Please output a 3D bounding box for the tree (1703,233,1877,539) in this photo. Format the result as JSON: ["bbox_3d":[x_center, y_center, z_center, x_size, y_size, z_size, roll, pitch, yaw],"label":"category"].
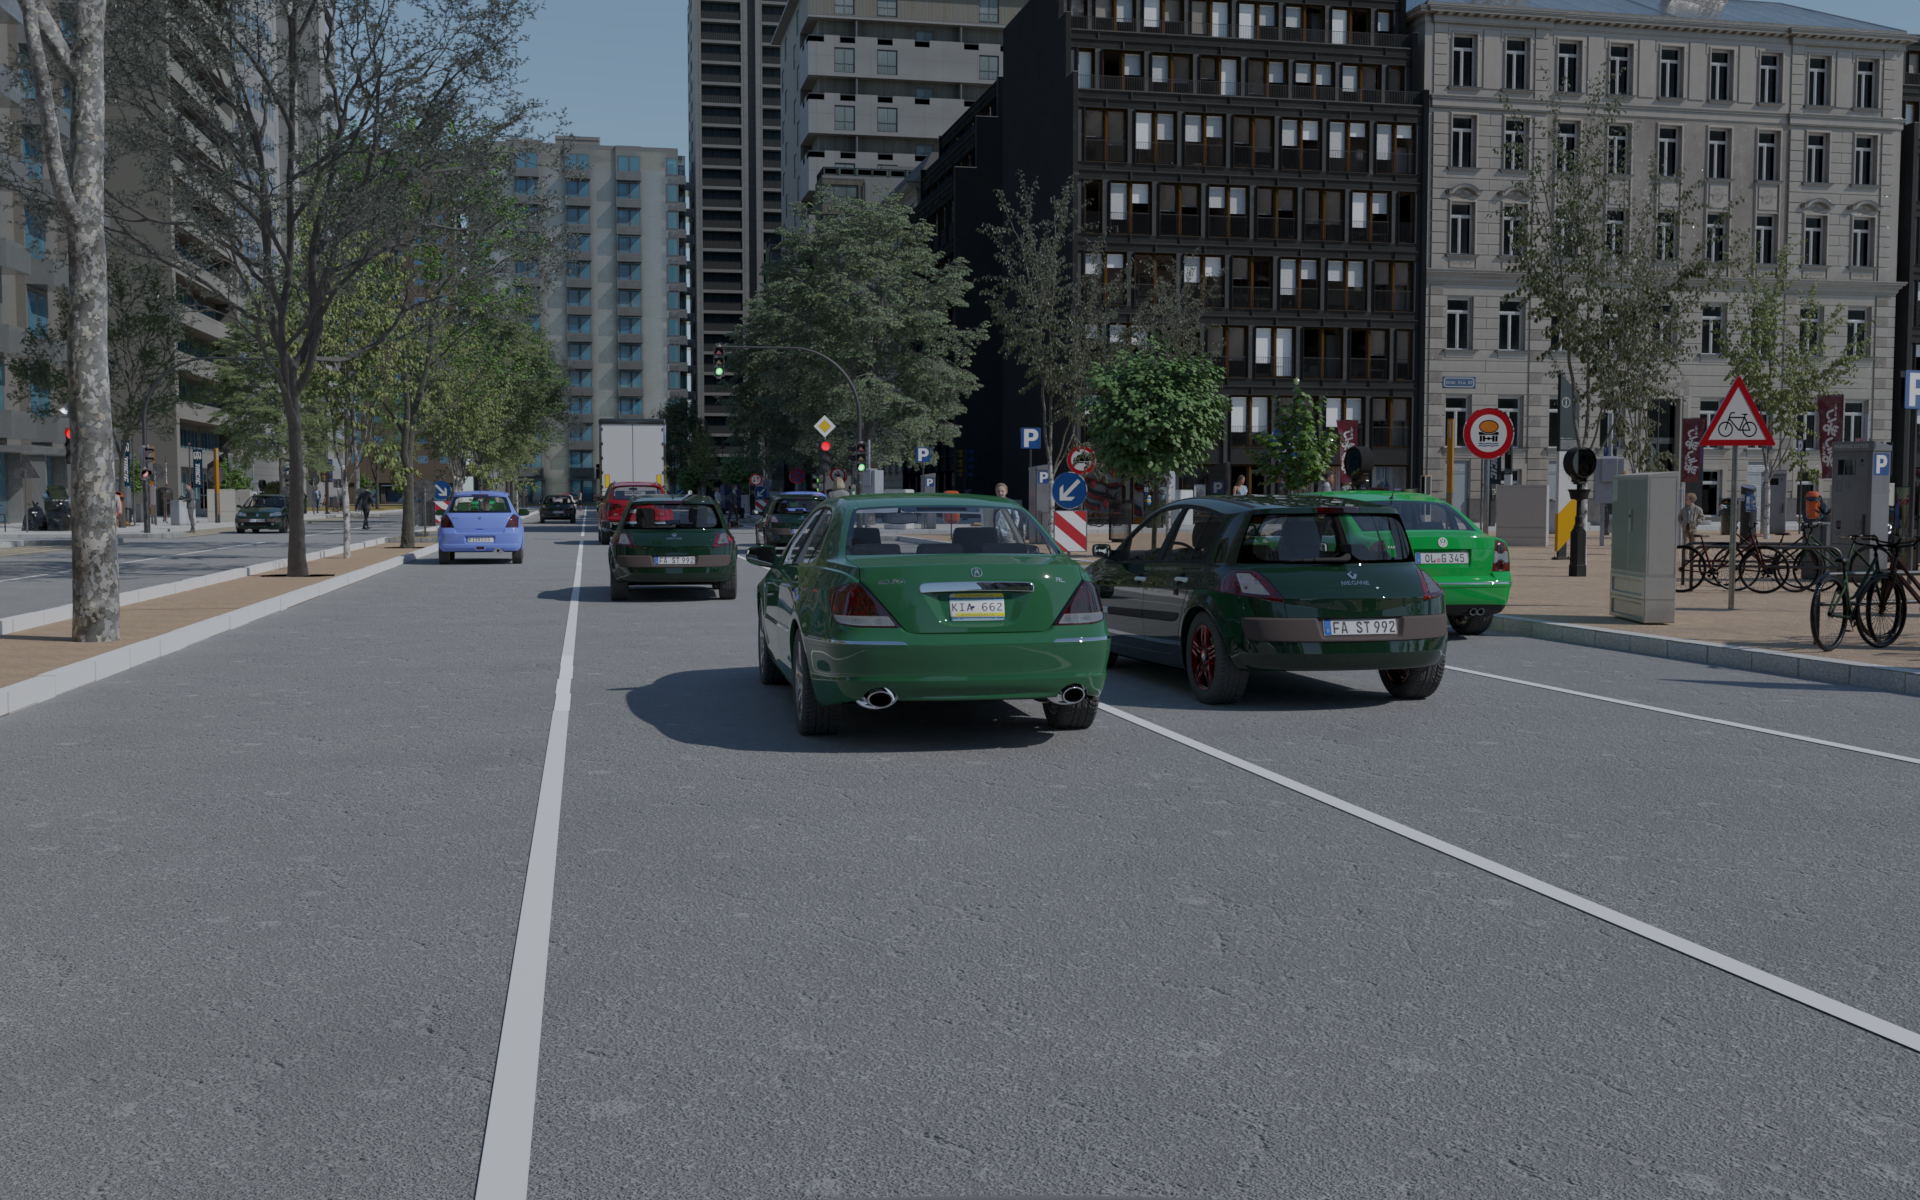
[{"bbox_3d":[23.074,-6.025,48.865,4.737,8.622,4.395,0,3,0],"label":"tree"}]

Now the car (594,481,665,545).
[{"bbox_3d":[-9.553,-2.575,50.780,2.281,1.827,5.304,-1,4,-13],"label":"car"}]

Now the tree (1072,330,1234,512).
[{"bbox_3d":[3.848,-3.124,34.796,4.285,4.588,4.351,0,3,0],"label":"tree"}]

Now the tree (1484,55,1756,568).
[{"bbox_3d":[10.857,-4.842,29.533,4.360,8.622,3.978,0,3,0],"label":"tree"}]

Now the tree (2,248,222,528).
[{"bbox_3d":[-31.826,-7.995,65.127,8.767,10.594,7.601,0,4,-5],"label":"tree"}]

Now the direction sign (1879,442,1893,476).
[{"bbox_3d":[40.197,-5.100,75.374,0.379,3.537,0.876,-1,4,-14],"label":"direction sign"}]

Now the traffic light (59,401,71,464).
[{"bbox_3d":[-25.121,-3.689,49.232,0.839,4.253,0.868,-1,4,-12],"label":"traffic light"}]

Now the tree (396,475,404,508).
[{"bbox_3d":[-50.314,-9.873,156.028,1.663,3.219,1.824,0,3,0],"label":"tree"}]

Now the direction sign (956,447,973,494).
[{"bbox_3d":[0.231,-5.645,84.299,0.876,3.537,0.379,-1,4,-21],"label":"direction sign"}]

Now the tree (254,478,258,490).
[{"bbox_3d":[-43.785,-6.770,105.291,1.663,3.219,1.824,0,3,0],"label":"tree"}]

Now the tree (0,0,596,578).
[{"bbox_3d":[-11.358,-7.125,29.323,12.009,13.543,11.850,0,3,0],"label":"tree"}]

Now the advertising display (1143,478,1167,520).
[{"bbox_3d":[7.680,-3.832,67.863,0.974,1.923,0.123,1,4,11],"label":"advertising display"}]

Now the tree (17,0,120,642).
[{"bbox_3d":[-9.755,-9.691,16.794,12.611,20.169,13.585,0,3,0],"label":"tree"}]

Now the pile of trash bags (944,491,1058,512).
[{"bbox_3d":[1.158,-2.379,48.651,3.447,1.369,1.912,0,4,-1],"label":"pile of trash bags"}]

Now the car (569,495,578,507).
[{"bbox_3d":[-29.815,-7.208,130.217,2.083,1.381,4.827,-1,4,-12],"label":"car"}]

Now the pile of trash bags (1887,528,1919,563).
[{"bbox_3d":[17.993,-1.414,32.863,3.447,1.369,1.912,1,4,21],"label":"pile of trash bags"}]

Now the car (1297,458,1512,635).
[{"bbox_3d":[4.201,-0.614,18.843,1.959,1.807,4.718,-1,4,-11],"label":"car"}]

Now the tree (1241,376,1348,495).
[{"bbox_3d":[5.450,-2.078,28.580,1.663,3.219,1.824,0,3,0],"label":"tree"}]

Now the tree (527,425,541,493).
[{"bbox_3d":[-25.136,-8.631,93.938,4.737,8.622,4.395,0,3,0],"label":"tree"}]

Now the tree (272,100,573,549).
[{"bbox_3d":[-14.348,-7.142,44.977,9.928,11.665,9.643,0,3,0],"label":"tree"}]

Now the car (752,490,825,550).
[{"bbox_3d":[-4.082,-2.016,42.751,2.009,1.686,4.222,-1,4,-11],"label":"car"}]

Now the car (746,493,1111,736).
[{"bbox_3d":[-0.349,-0.002,11.830,2.131,1.459,4.920,-1,4,-11],"label":"car"}]

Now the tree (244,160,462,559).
[{"bbox_3d":[-13.415,-5.190,37.681,4.737,8.622,4.395,0,3,0],"label":"tree"}]

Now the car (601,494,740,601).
[{"bbox_3d":[-4.125,-0.916,24.765,2.009,1.686,4.222,-1,4,-10],"label":"car"}]

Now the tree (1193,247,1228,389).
[{"bbox_3d":[6.223,-6.231,52.237,4.360,8.622,3.978,0,3,0],"label":"tree"}]

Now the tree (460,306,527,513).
[{"bbox_3d":[-17.770,-6.616,60.990,4.737,8.622,4.395,0,3,0],"label":"tree"}]

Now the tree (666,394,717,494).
[{"bbox_3d":[-34.795,-18.402,211.234,12.009,13.543,11.850,0,3,0],"label":"tree"}]

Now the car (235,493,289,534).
[{"bbox_3d":[-25.672,-3.333,64.274,2.009,1.686,4.222,-1,4,-11],"label":"car"}]

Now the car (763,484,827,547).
[{"bbox_3d":[-4.473,-2.370,48.335,1.945,1.707,3.694,-1,4,-14],"label":"car"}]

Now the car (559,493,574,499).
[{"bbox_3d":[-35.205,-8.817,153.203,2.155,1.783,4.494,-1,4,-14],"label":"car"}]

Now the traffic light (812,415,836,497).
[{"bbox_3d":[-4.841,-4.455,61.758,0.839,4.253,0.868,-1,4,-12],"label":"traffic light"}]

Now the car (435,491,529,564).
[{"bbox_3d":[-10.117,-1.656,36.671,1.945,1.707,3.694,-1,4,-14],"label":"car"}]

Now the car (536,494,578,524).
[{"bbox_3d":[-19.808,-4.614,85.230,2.009,1.686,4.222,-1,4,-14],"label":"car"}]

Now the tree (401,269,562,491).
[{"bbox_3d":[-23.846,-10.146,86.468,7.486,12.596,7.792,0,3,0],"label":"tree"}]

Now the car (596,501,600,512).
[{"bbox_3d":[-28.504,-8.033,140.131,1.959,1.807,4.718,-1,4,-11],"label":"car"}]

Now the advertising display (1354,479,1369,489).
[{"bbox_3d":[16.963,-4.166,73.335,0.123,1.923,0.974,-1,4,-22],"label":"advertising display"}]

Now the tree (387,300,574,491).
[{"bbox_3d":[-21.878,-8.702,79.147,8.767,10.594,7.601,-1,4,-12],"label":"tree"}]

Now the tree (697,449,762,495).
[{"bbox_3d":[-16.822,-9.051,131.704,4.285,4.588,4.351,0,3,0],"label":"tree"}]

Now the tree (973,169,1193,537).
[{"bbox_3d":[2.297,-5.464,39.699,4.360,8.622,3.978,0,3,0],"label":"tree"}]

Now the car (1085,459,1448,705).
[{"bbox_3d":[2.139,-0.216,13.317,2.009,1.686,4.222,-1,4,-14],"label":"car"}]

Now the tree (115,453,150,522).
[{"bbox_3d":[-38.425,-5.280,80.933,1.663,3.219,1.824,0,3,0],"label":"tree"}]

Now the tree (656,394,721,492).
[{"bbox_3d":[-32.043,-17.227,198.673,9.611,12.733,9.660,0,3,0],"label":"tree"}]

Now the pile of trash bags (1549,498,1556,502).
[{"bbox_3d":[39.920,-6.446,115.139,3.447,1.369,1.912,2,4,26],"label":"pile of trash bags"}]

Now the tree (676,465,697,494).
[{"bbox_3d":[-28.230,-12.105,181.627,4.285,4.588,4.351,0,3,0],"label":"tree"}]

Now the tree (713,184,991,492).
[{"bbox_3d":[-3.728,-10.075,71.379,9.857,13.997,8.962,0,3,0],"label":"tree"}]

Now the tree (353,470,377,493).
[{"bbox_3d":[-47.159,-8.711,137.032,1.663,3.219,1.824,0,3,0],"label":"tree"}]

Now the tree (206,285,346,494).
[{"bbox_3d":[-37.488,-10.782,94.415,7.486,12.596,7.792,0,3,0],"label":"tree"}]

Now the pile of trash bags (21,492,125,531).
[{"bbox_3d":[-31.112,-3.143,61.143,1.912,1.369,3.447,2,4,28],"label":"pile of trash bags"}]

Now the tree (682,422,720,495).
[{"bbox_3d":[-26.328,-13.867,177.085,4.737,8.622,4.395,0,3,0],"label":"tree"}]

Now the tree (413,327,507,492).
[{"bbox_3d":[-21.127,-7.360,73.160,4.360,8.622,3.978,0,3,0],"label":"tree"}]

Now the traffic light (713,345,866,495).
[{"bbox_3d":[-5.189,-4.814,53.373,4.771,5.953,1.251,-1,4,-12],"label":"traffic light"}]

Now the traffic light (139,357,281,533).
[{"bbox_3d":[-24.772,-5.067,57.510,4.771,5.953,1.251,-1,4,-12],"label":"traffic light"}]

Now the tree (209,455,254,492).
[{"bbox_3d":[-35.504,-5.436,83.472,1.663,3.219,1.824,0,3,0],"label":"tree"}]
